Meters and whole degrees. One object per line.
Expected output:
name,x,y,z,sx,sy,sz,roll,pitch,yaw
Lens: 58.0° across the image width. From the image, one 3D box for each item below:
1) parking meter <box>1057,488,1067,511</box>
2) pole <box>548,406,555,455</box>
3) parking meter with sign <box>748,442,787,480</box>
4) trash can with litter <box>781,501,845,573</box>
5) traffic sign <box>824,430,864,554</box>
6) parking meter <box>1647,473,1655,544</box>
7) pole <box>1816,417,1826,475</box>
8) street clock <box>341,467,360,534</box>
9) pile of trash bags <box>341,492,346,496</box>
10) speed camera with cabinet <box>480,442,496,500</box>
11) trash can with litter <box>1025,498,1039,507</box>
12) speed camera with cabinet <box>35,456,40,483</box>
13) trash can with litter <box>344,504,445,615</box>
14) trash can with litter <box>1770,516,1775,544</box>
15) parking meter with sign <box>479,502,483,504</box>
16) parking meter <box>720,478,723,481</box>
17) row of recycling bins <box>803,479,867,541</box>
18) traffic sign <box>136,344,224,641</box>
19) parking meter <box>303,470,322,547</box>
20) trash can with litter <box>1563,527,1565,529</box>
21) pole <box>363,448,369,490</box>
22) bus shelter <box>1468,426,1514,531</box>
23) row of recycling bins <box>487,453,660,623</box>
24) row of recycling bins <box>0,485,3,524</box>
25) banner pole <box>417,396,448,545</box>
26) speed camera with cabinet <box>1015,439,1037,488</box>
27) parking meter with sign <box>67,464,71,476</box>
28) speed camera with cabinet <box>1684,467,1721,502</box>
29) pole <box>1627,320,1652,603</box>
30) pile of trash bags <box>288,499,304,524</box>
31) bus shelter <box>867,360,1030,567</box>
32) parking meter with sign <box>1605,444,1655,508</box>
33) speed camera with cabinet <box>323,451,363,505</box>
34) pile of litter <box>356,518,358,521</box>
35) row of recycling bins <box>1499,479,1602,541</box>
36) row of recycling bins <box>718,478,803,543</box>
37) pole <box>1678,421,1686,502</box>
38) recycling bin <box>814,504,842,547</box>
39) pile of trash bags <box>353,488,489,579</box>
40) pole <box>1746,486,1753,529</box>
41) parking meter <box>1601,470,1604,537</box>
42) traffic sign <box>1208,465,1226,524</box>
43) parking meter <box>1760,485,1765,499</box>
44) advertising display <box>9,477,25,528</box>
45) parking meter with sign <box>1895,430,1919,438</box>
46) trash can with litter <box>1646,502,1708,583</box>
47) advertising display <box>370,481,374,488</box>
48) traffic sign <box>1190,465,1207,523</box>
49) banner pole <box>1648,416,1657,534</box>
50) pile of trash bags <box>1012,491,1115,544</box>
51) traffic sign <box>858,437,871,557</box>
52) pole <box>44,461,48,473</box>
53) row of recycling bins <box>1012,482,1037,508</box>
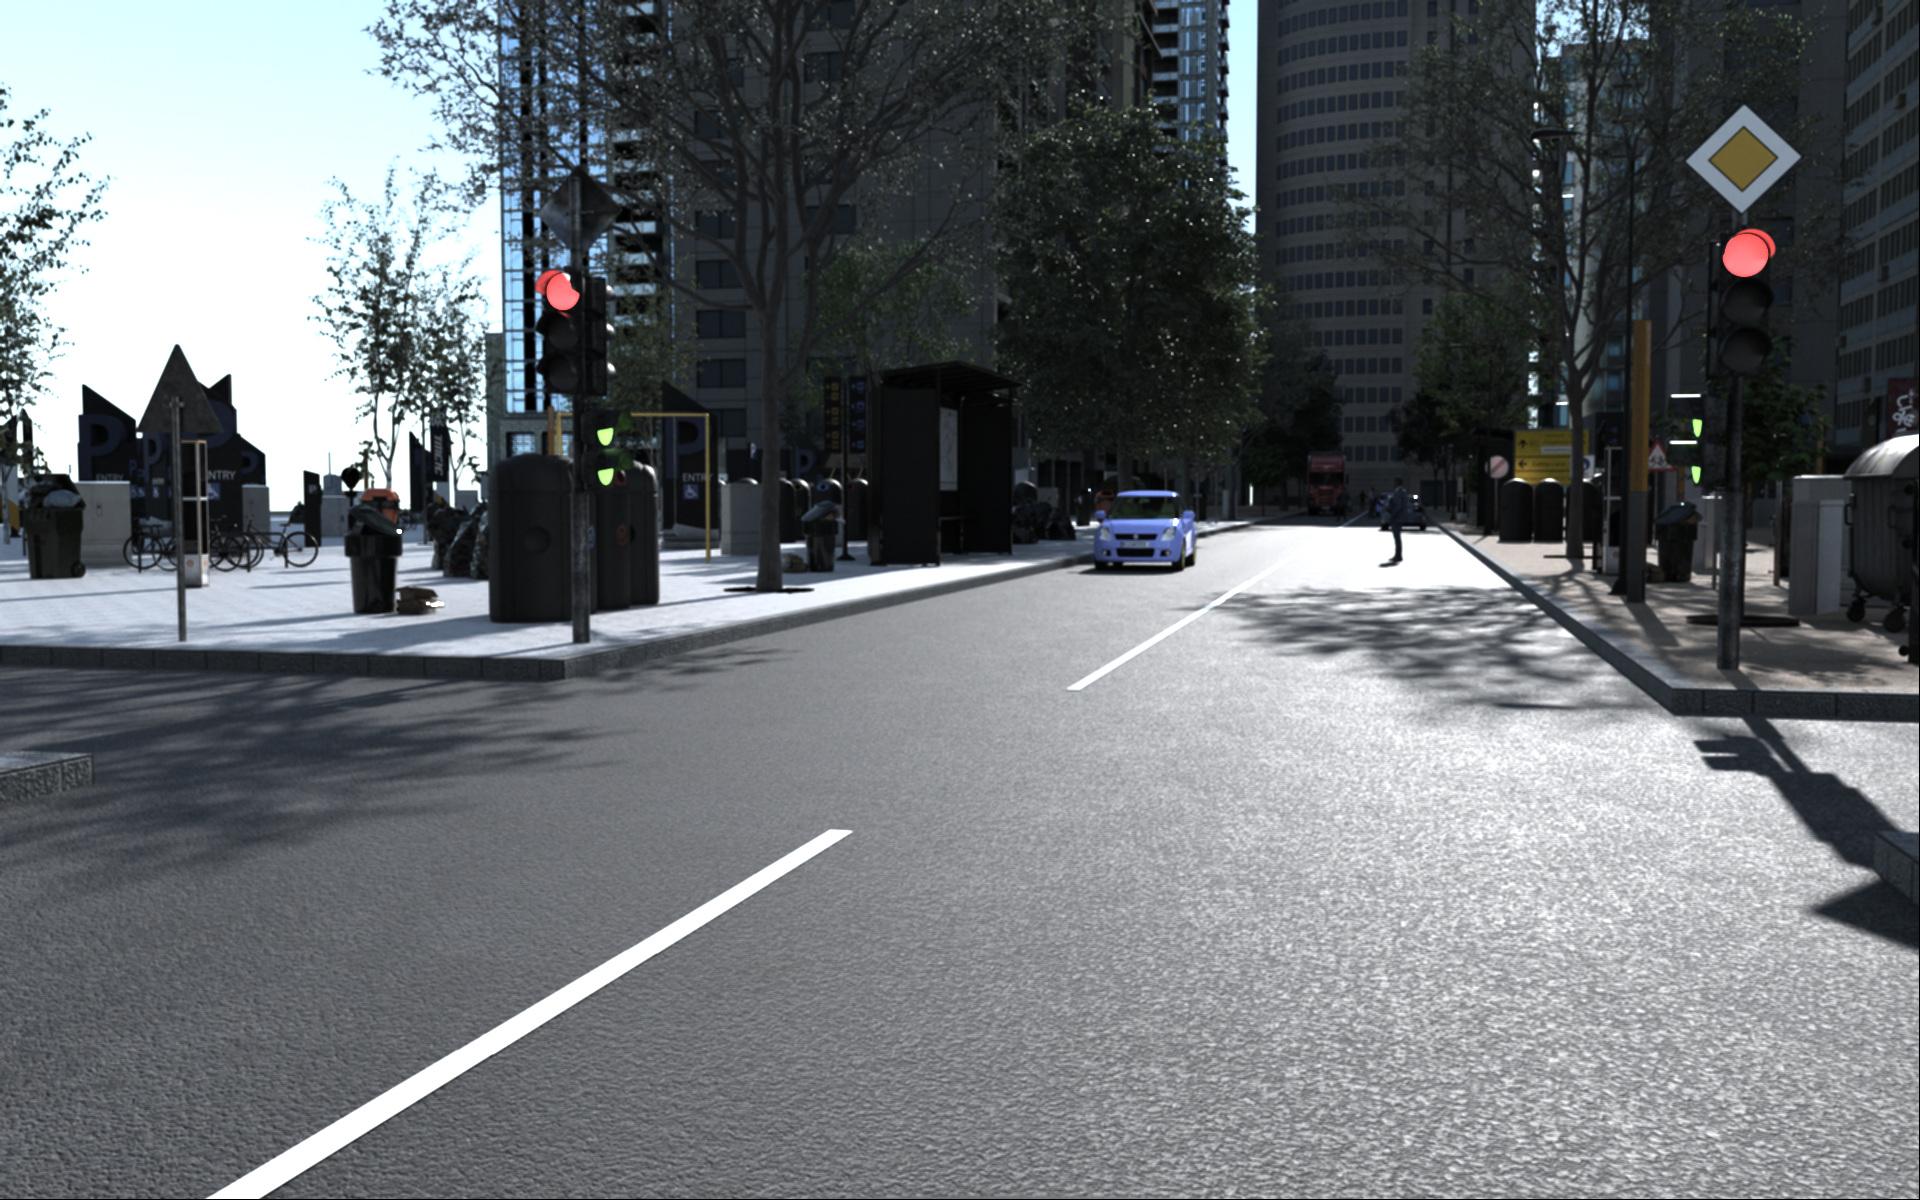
parking meter,3.979,-3.623,67.647,0.372,1.533,0.369,0,3,0
pole,-9.514,-2.846,40.378,0.158,3.312,0.155,0,3,0
parking meter with sign,-6.227,-3.798,58.363,1.738,3.016,0.543,1,4,15
trash can with litter,-2.448,-1.038,28.357,1.055,1.170,0.624,-3,5,-42
traffic sign,-2.356,-2.142,35.029,0.884,2.594,0.081,1,4,21
parking meter,17.558,-2.363,44.352,0.399,1.863,0.255,0,4,-4
pole,22.711,-3.173,45.722,0.158,3.312,0.155,0,3,0
street clock,-16.241,-2.548,46.233,0.471,2.002,0.358,0,4,-7
pile of trash bags,-8.823,-1.248,30.159,3.447,1.369,1.912,1,4,8
speed camera with cabinet,-17.693,-4.398,66.251,0.660,3.252,2.038,0,4,8
trash can with litter,2.420,-2.461,51.628,1.055,1.170,0.624,2,4,28
speed camera with cabinet,-48.130,-5.882,90.514,0.660,3.252,2.038,-1,4,-12
trash can with litter,-6.089,-0.447,18.702,1.055,1.170,0.624,1,4,14
trash can with litter,13.249,-0.958,27.054,1.055,1.170,0.624,1,4,17
parking meter with sign,-24.510,-5.800,91.096,1.738,3.016,0.543,-3,5,-44
parking meter,-8.928,-3.548,63.729,0.399,1.863,0.255,1,4,16
row of recycling bins,-3.245,-2.463,47.391,3.534,1.692,1.069,1,4,20
traffic sign,-6.774,-0.918,15.018,0.884,2.594,0.081,1,4,16
parking meter,-15.656,-2.214,41.911,0.399,1.863,0.255,-2,4,-28
trash can with litter,21.598,-2.999,60.422,1.055,1.170,0.624,-2,4,-29
pole,-26.461,-5.097,77.185,0.158,3.312,0.155,0,3,0
bus shelter,19.455,-4.382,62.921,1.731,3.624,6.357,1,4,14
row of recycling bins,-4.185,-0.719,18.862,1.069,1.692,3.534,1,4,9
row of recycling bins,-41.904,-4.096,74.089,1.069,1.692,3.534,1,4,10
banner pole,-13.331,-3.290,43.805,0.863,3.779,0.401,-3,5,-40
speed camera with cabinet,2.684,-4.178,62.641,0.660,3.252,2.038,2,4,29
parking meter with sign,-51.939,-6.303,99.310,1.738,3.016,0.543,-3,4,-39
speed camera with cabinet,22.538,-3.550,52.375,0.660,3.252,2.038,3,5,43
pole,8.003,-1.624,20.400,0.158,3.312,0.155,0,3,0
pile of trash bags,-27.864,-4.068,76.260,1.912,1.369,3.447,1,4,16
bus shelter,-0.119,-2.594,33.699,1.731,3.624,6.357,1,4,14
parking meter with sign,23.391,-3.925,60.436,1.738,3.016,0.543,-1,4,-17
speed camera with cabinet,-28.542,-5.262,80.372,2.038,3.252,0.660,1,4,19
pile of litter,-19.468,-2.578,56.111,1.176,0.858,1.719,1,4,16
row of recycling bins,16.709,-2.489,47.809,3.534,1.692,1.069,0,4,-3
row of recycling bins,-5.974,-2.312,44.916,3.534,1.692,1.069,-2,4,-29
pole,20.297,-3.357,48.731,0.158,3.312,0.155,0,3,0
recycling bin,-3.168,-1.805,42.072,0.722,1.027,0.722,0,4,-5
pile of trash bags,-7.435,-1.028,26.563,3.447,1.369,1.912,-2,4,-25
pole,29.093,-4.276,63.751,0.158,3.312,0.155,0,3,0
parking meter,15.952,-2.252,42.524,0.255,1.863,0.399,-1,4,-15
traffic sign,11.174,-4.604,75.377,0.768,2.556,0.104,1,4,17
parking meter,37.993,-4.682,82.261,0.399,1.863,0.255,-1,4,-22
advertising display,-35.939,-3.729,66.180,0.974,1.923,0.123,0,4,-2
parking meter with sign,11.677,-1.508,20.924,0.543,3.016,1.738,0,4,0
trash can with litter,10.257,-0.839,25.108,1.055,1.170,0.624,-2,4,-30
advertising display,-28.524,-4.824,84.088,0.123,1.923,0.974,-1,4,-22
traffic sign,10.481,-4.662,76.327,0.768,2.556,0.104,1,4,17
banner pole,21.979,-3.980,55.097,0.401,3.779,0.863,3,5,44
pile of trash bags,2.698,-2.363,48.385,3.447,1.369,1.912,-1,4,-13
traffic sign,-1.821,-2.147,35.114,0.884,2.594,0.081,2,4,24
pole,-55.821,-6.851,105.864,0.158,3.312,0.155,0,3,0
row of recycling bins,0.812,-3.092,57.669,3.534,1.692,1.069,0,4,0
